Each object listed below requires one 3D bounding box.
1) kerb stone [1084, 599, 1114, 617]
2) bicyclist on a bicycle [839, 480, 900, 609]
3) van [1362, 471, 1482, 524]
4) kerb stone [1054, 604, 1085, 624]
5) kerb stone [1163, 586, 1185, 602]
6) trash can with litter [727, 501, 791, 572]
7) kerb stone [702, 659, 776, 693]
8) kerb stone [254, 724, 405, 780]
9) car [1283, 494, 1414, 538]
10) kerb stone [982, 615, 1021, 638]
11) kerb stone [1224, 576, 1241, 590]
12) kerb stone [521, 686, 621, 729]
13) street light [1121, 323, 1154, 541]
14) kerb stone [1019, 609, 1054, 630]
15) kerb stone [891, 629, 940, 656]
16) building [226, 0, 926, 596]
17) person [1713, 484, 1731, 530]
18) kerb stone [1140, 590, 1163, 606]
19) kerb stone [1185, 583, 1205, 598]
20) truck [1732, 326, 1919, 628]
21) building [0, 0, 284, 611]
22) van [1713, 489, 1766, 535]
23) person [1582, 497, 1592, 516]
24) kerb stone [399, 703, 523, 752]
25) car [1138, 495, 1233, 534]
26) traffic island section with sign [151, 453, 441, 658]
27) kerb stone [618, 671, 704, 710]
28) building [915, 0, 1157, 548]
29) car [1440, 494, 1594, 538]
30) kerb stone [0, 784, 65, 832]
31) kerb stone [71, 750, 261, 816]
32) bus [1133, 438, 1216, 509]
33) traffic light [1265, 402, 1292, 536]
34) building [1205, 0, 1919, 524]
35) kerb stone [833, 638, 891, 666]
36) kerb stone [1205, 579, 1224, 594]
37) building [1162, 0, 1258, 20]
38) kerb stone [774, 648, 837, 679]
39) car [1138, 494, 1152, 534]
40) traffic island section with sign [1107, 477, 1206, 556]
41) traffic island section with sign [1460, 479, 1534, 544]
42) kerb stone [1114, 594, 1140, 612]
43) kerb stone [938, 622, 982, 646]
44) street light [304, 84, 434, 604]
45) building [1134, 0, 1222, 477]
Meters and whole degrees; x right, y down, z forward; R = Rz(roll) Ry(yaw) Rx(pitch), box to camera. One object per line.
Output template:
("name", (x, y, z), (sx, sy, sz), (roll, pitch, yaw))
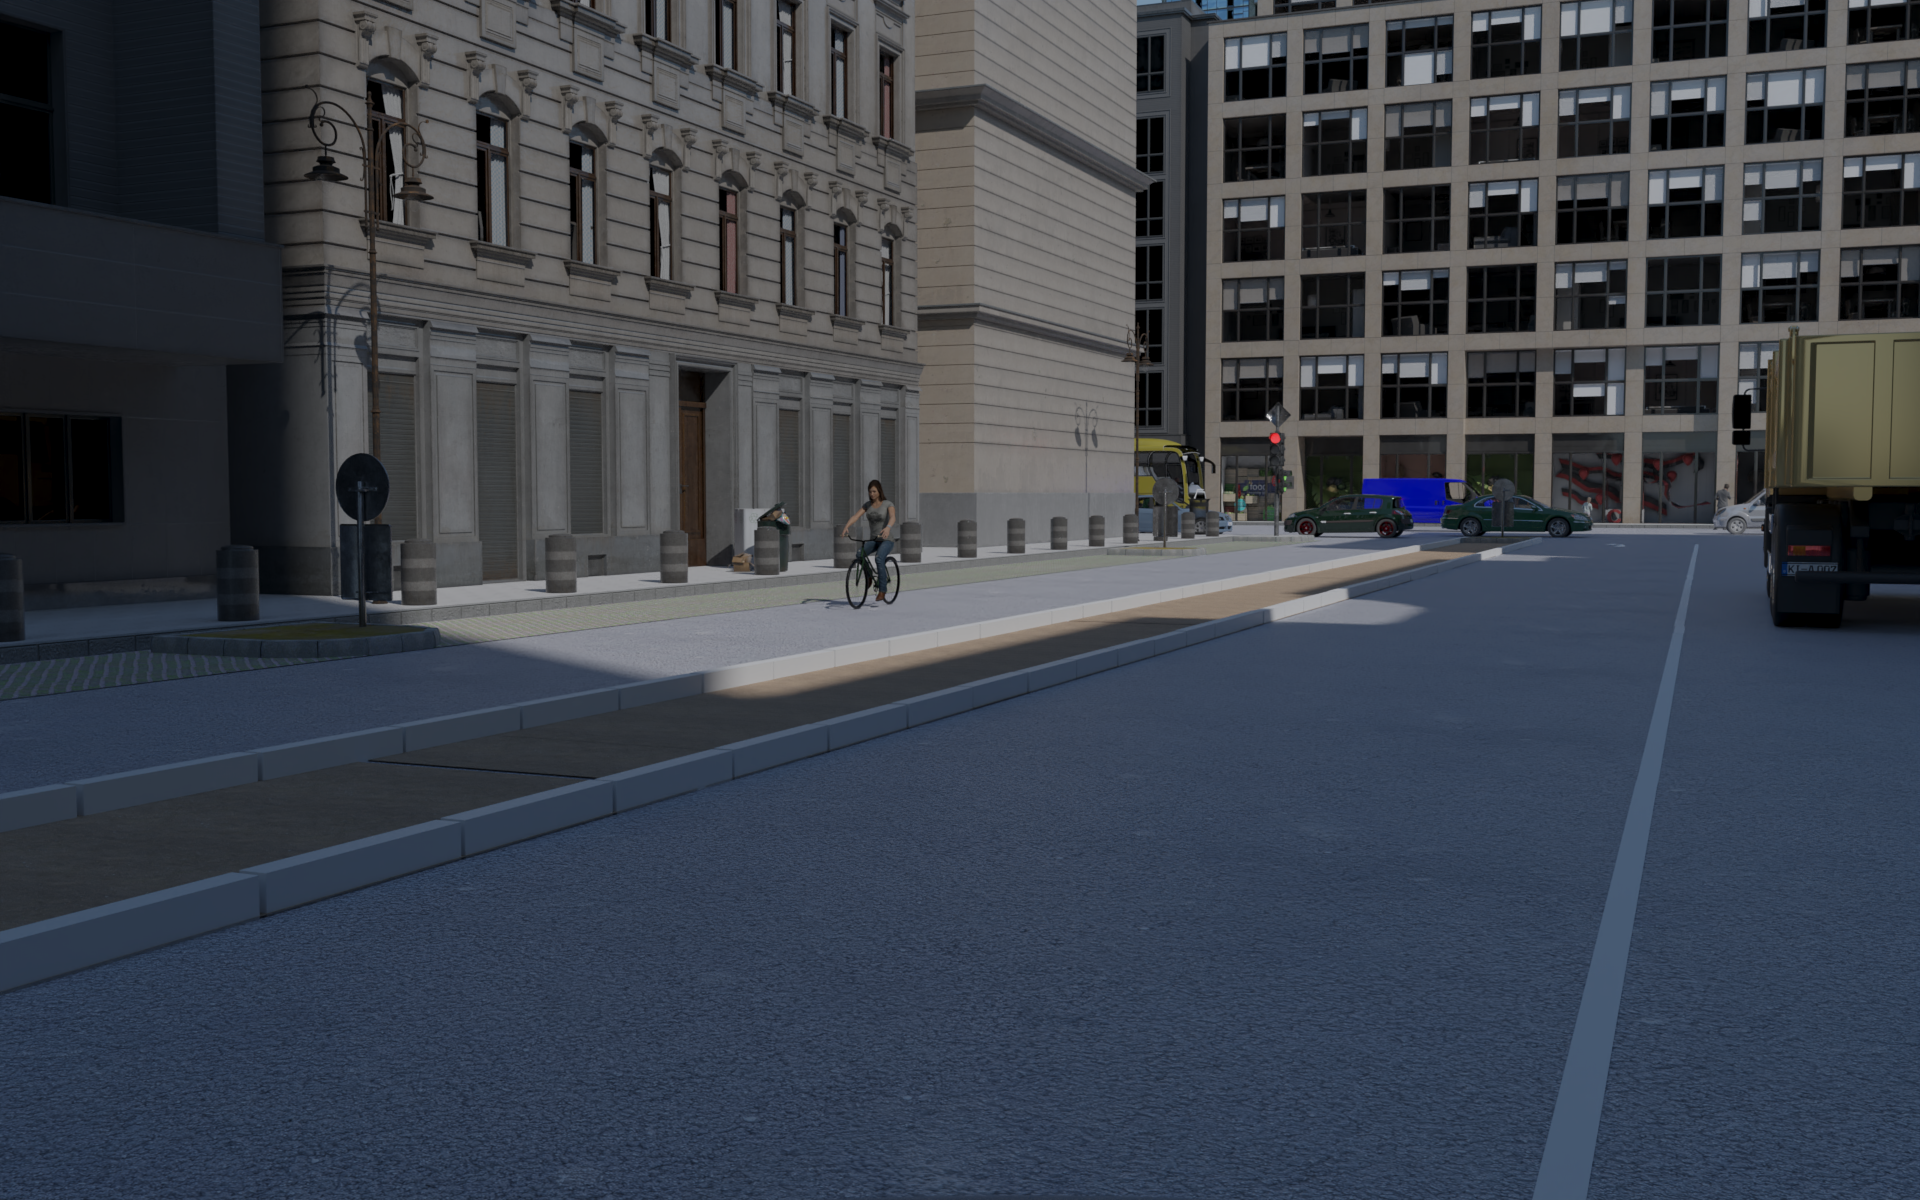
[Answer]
("kerb stone", (1.565, 0.110, 20.401), (0.120, 0.150, 1.000), (2, 4, 23))
("bicyclist on a bicycle", (-1.091, -0.729, 21.934), (1.499, 1.676, 1.625), (1, 4, 22))
("van", (18.116, -3.808, 66.639), (5.245, 2.365, 2.240), (1, 4, 21))
("kerb stone", (1.154, 0.168, 19.448), (0.120, 0.150, 1.000), (2, 4, 23))
("kerb stone", (2.784, -0.063, 23.229), (0.120, 0.150, 1.000), (2, 4, 23))
("trash can with litter", (-3.309, -1.049, 28.543), (1.055, 1.170, 0.624), (0, 4, -1))
("kerb stone", (-1.685, 0.571, 12.853), (0.120, 0.150, 1.000), (2, 4, 23))
("kerb stone", (-3.315, 0.802, 9.081), (0.120, 0.150, 1.000), (2, 4, 23))
("car", (12.852, -2.907, 57.312), (4.222, 1.686, 2.009), (1, 4, 23))
("kerb stone", (0.350, 0.283, 17.561), (0.120, 0.150, 1.000), (2, 4, 23))
("kerb stone", (4.015, -0.234, 26.063), (0.120, 0.150, 1.000), (2, 4, 23))
("kerb stone", (-2.502, 0.687, 10.967), (0.120, 0.150, 1.000), (2, 4, 23))
("street light", (4.801, -4.532, 46.893), (0.468, 5.910, 1.993), (2, 4, 23))
("kerb stone", (0.748, 0.226, 18.507), (0.120, 0.150, 1.000), (2, 4, 23))
("kerb stone", (-0.467, 0.399, 15.679), (0.120, 0.150, 1.000), (2, 4, 23))
("building", (-8.658, -11.130, 31.120), (9.793, 20.994, 18.267), (2, 4, 23))
("person", (30.528, -3.734, 69.363), (0.655, 1.846, 0.447), (2, 4, 33))
("kerb stone", (2.375, -0.006, 22.289), (0.120, 0.150, 1.000), (2, 4, 23))
("kerb stone", (3.195, -0.120, 24.169), (0.120, 0.150, 1.000), (2, 4, 23))
("truck", (11.458, -1.567, 21.541), (3.469, 3.379, 9.791), (2, 4, 24))
("building", (-19.915, -11.622, 9.092), (14.314, 24.678, 30.058), (2, 4, 23))
("van", (28.862, -3.317, 61.237), (4.112, 2.044, 2.013), (1, 4, 22))
("person", (26.109, -3.630, 72.131), (0.425, 1.301, 0.394), (2, 4, 23))
("kerb stone", (-2.910, 0.744, 10.027), (0.120, 0.150, 1.000), (2, 4, 23))
("car", (6.938, -2.833, 58.318), (4.499, 1.417, 2.014), (2, 4, 25))
("traffic island section with sign", (-5.967, -0.452, 16.016), (1.989, 1.847, 2.006), (2, 4, 23))
("kerb stone", (-2.095, 0.629, 11.909), (0.120, 0.150, 1.000), (2, 4, 23))
("building", (-7.233, -16.111, 50.809), (23.554, 28.519, 14.401), (2, 4, 23))
("car", (18.709, -2.842, 58.261), (4.920, 1.459, 2.131), (2, 4, 25))
("kerb stone", (-4.139, 0.918, 7.184), (0.120, 0.150, 1.000), (2, 4, 23))
("kerb stone", (-3.729, 0.860, 8.136), (0.120, 0.150, 1.000), (2, 4, 23))
("bus", (5.228, -5.309, 78.345), (12.252, 3.916, 2.896), (2, 4, 24))
("traffic light", (9.724, -3.920, 53.017), (0.839, 4.253, 0.868), (2, 4, 23))
("building", (30.989, -17.054, 83.345), (34.151, 26.468, 19.350), (2, 4, 23))
("kerb stone", (-0.881, 0.456, 14.741), (0.120, 0.150, 1.000), (2, 4, 23))
("kerb stone", (3.604, -0.177, 25.123), (0.120, 0.150, 1.000), (2, 4, 23))
("building", (36.388, -54.287, 200.256), (31.000, 86.520, 22.319), (2, 4, 23))
("kerb stone", (-1.287, 0.518, 13.800), (0.120, 0.150, 1.000), (2, 4, 23))
("car", (5.777, -3.280, 63.418), (4.222, 1.686, 2.009), (2, 4, 25))
("traffic island section with sign", (4.719, -1.966, 40.771), (1.989, 1.847, 2.006), (2, 4, 23))
("traffic island section with sign", (15.847, -2.608, 50.780), (2.006, 1.907, 1.989), (2, 4, 23))
("kerb stone", (1.978, 0.054, 21.340), (0.120, 0.150, 1.000), (2, 4, 23))
("kerb stone", (-0.061, 0.341, 16.621), (0.120, 0.150, 1.000), (2, 4, 23))
("street light", (-6.782, -2.892, 20.067), (0.468, 5.910, 1.993), (2, 4, 23))
("building", (3.295, -18.287, 92.507), (24.014, 27.812, 14.314), (2, 4, 23))
